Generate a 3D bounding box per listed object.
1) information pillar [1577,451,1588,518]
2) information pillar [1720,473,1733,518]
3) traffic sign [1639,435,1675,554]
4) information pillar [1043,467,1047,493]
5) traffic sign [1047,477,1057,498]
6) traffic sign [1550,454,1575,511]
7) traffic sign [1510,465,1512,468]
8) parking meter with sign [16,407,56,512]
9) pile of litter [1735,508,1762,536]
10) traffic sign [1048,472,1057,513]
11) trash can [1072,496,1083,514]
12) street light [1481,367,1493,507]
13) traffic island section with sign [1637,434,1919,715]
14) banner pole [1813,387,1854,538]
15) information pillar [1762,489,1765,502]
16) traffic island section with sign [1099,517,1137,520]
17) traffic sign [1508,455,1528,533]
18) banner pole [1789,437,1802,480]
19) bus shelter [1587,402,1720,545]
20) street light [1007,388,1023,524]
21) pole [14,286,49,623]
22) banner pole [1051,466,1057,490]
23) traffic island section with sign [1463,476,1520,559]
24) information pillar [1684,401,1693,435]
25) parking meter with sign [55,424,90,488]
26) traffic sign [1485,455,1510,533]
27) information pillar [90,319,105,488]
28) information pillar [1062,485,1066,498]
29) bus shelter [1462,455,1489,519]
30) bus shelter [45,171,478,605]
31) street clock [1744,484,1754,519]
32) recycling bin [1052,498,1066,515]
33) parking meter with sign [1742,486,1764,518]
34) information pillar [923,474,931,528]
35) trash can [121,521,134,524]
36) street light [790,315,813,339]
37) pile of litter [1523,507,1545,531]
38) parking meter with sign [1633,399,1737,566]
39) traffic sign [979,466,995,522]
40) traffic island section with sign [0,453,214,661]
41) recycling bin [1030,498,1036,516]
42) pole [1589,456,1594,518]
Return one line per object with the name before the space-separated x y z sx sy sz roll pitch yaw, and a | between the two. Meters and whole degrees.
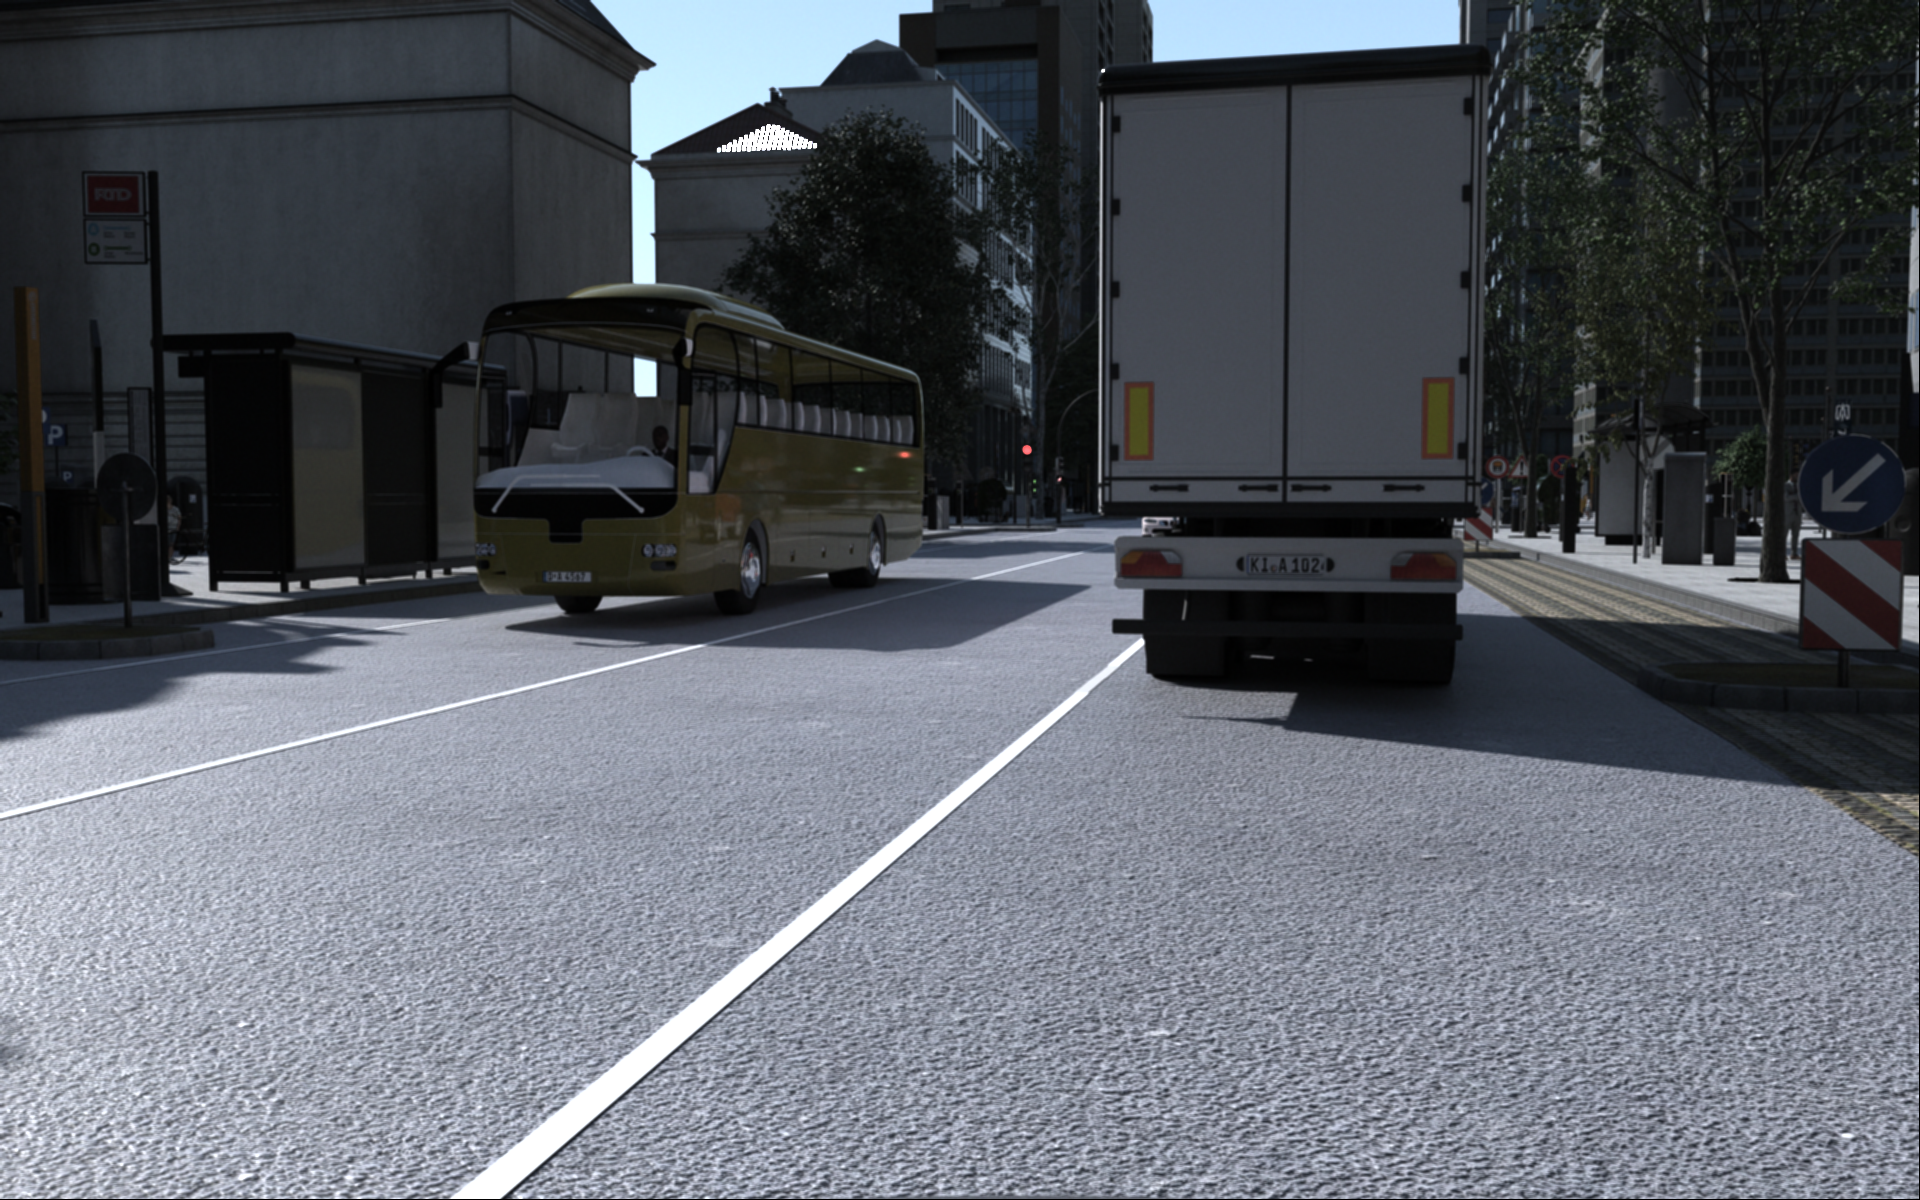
information pillar | 33.401 -6.231 93.233 0.504 3.616 0.183 -2 4 -30
information pillar | 26.638 -3.410 60.241 0.304 2.012 0.304 -1 4 -19
traffic sign | 14.919 -2.268 37.193 0.768 2.556 0.104 1 4 21
information pillar | 6.393 -8.476 129.938 0.183 3.616 0.504 -2 4 -24
traffic sign | 5.435 -6.141 102.533 0.606 2.300 0.079 1 4 20
traffic sign | 19.406 -3.408 55.835 0.768 2.556 0.104 1 4 20
traffic sign | 17.972 -3.544 57.683 0.795 2.593 0.064 1 4 15
parking meter with sign | -18.875 -2.382 35.205 0.543 3.016 1.738 -2 4 -35
pile of litter | 23.719 -2.382 52.908 1.719 0.858 1.176 0 4 6
traffic sign | 5.325 -5.984 97.941 0.768 2.556 0.104 1 4 20
trash can | 7.753 -6.256 113.938 0.748 1.137 0.748 0 3 0
street light | 18.908 -5.492 62.583 0.468 5.910 1.993 1 4 12
traffic island section with sign | 5.913 -0.217 12.179 1.989 1.847 2.006 1 4 12
banner pole | 20.356 -3.075 40.286 0.401 3.779 0.863 -2 4 -25
information pillar | 52.774 -7.456 113.255 0.504 3.616 0.183 3 5 43
traffic island section with sign | 8.920 -5.420 97.250 1.989 1.847 2.006 1 4 12
traffic sign | 18.514 -3.494 57.127 0.884 2.594 0.081 1 4 18
banner pole | 36.421 -5.226 75.469 0.863 3.779 0.401 1 4 23
bus shelter | 16.290 -2.882 41.046 2.014 3.302 5.546 1 4 12
street light | 2.393 -6.271 75.325 0.468 5.910 1.993 1 4 12
pole | -9.206 -1.427 17.172 0.158 3.312 0.155 0 3 0
banner pole | 7.642 -9.013 137.383 0.863 3.779 0.401 0 4 5
traffic island section with sign | 11.546 -1.869 39.189 1.989 1.847 2.006 1 4 12
information pillar | 18.199 -3.180 43.356 0.183 3.616 0.504 0 4 7
parking meter with sign | -22.447 -2.920 43.997 0.543 3.016 1.738 0 4 3
traffic sign | 17.642 -3.473 56.890 0.768 2.556 0.104 1 4 16
information pillar | -11.460 -1.939 23.053 0.183 3.616 0.504 -2 4 -32
information pillar | 8.417 -8.317 140.473 0.304 2.012 0.304 1 4 11
bus shelter | 25.975 -5.778 88.396 2.014 3.302 5.546 1 4 12
bus shelter | -9.303 -2.841 24.076 2.179 5.291 8.768 1 4 12
street clock | 41.373 -5.276 90.833 0.471 2.002 0.358 1 4 9
recycling bin | 5.914 -5.600 104.118 0.722 1.027 0.722 3 5 40
parking meter with sign | 43.240 -6.025 94.773 0.543 3.016 1.738 -3 4 -37
information pillar | -1.263 -3.697 64.935 0.304 2.012 0.304 1 4 21
trash can | -32.294 -3.400 67.243 0.748 1.137 0.748 0 3 0
street light | -4.078 -4.403 44.781 0.468 5.910 1.993 1 4 12
pile of litter | 19.932 -2.841 60.421 1.176 0.858 1.719 1 4 14
parking meter with sign | 13.178 -2.153 31.470 1.738 3.016 0.543 2 4 28
traffic sign | 1.237 -4.871 79.741 0.768 2.556 0.104 1 4 14
traffic island section with sign | -8.043 -0.444 15.892 1.989 1.847 2.006 1 4 12
recycling bin | 4.067 -5.321 99.550 0.722 1.027 0.722 3 4 39
pole | 33.877 -6.060 92.920 0.158 3.312 0.155 0 3 0
